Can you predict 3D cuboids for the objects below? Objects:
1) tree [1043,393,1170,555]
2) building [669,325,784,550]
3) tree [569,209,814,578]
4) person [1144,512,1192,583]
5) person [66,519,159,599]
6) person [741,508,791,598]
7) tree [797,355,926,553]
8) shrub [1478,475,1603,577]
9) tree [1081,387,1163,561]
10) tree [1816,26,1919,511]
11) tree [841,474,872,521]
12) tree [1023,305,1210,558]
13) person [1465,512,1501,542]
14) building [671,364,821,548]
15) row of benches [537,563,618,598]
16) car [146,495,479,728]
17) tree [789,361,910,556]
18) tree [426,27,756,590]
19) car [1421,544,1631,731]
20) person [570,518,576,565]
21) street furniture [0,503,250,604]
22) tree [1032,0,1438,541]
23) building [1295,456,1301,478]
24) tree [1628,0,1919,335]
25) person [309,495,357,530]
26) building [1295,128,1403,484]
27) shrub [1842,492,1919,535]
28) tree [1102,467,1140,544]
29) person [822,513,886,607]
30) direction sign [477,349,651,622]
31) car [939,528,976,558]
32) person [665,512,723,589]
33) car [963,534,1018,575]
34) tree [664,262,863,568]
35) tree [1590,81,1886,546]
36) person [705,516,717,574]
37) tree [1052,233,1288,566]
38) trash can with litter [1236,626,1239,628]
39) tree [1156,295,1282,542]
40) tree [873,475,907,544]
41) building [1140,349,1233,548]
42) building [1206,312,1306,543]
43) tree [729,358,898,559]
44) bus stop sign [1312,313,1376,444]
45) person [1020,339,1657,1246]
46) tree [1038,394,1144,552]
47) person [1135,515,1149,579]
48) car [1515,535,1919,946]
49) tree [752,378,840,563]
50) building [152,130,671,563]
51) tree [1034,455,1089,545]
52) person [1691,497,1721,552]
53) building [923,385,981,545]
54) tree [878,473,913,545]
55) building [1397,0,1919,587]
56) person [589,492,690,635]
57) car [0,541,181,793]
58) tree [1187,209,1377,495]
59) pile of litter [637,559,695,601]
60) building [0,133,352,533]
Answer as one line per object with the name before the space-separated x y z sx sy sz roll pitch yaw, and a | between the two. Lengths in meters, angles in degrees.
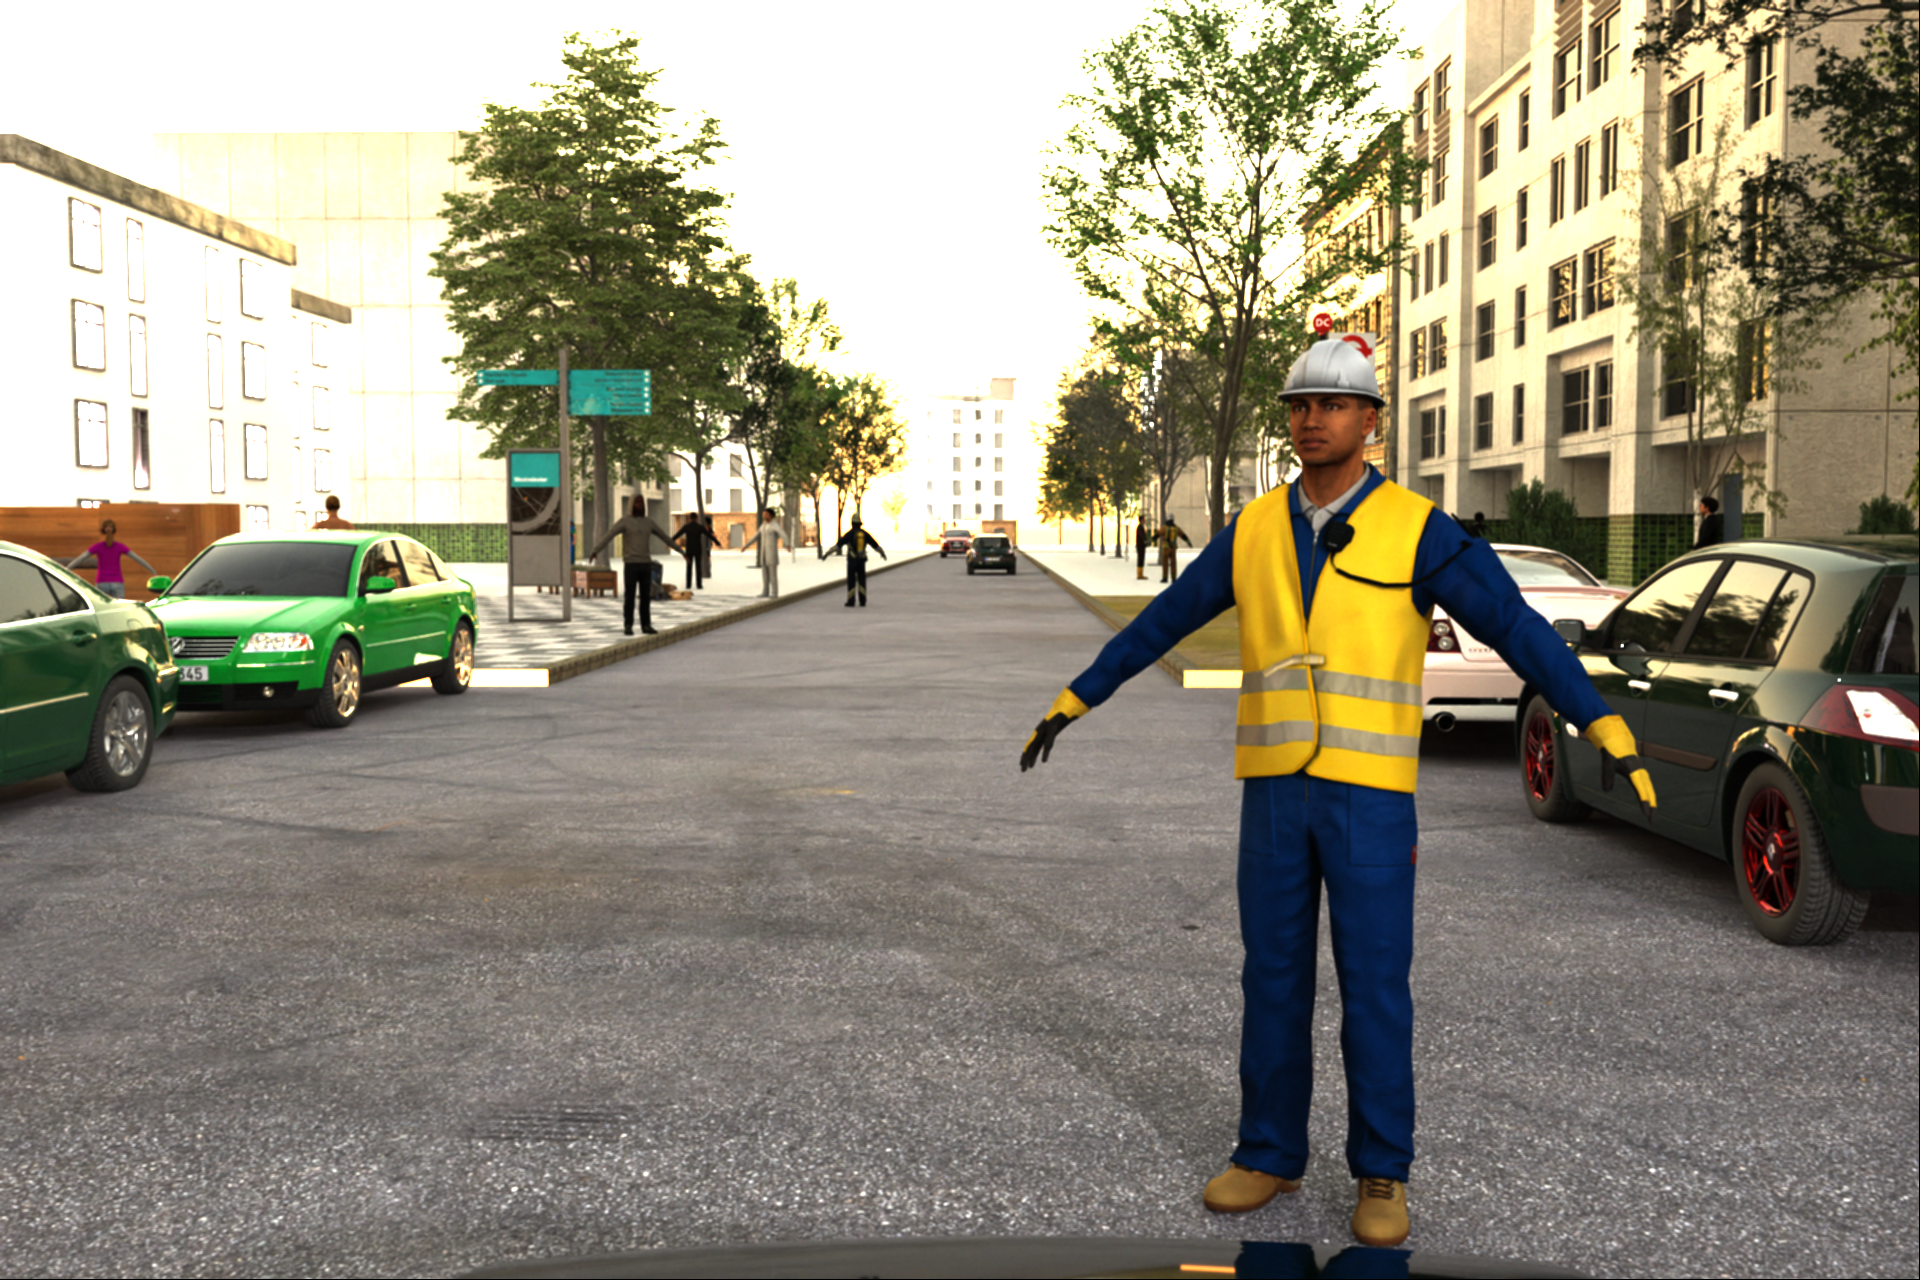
tree | 8.785 -10.437 105.053 8.767 10.594 7.601 1 4 17
building | -21.345 -17.641 144.848 16.016 20.090 11.380 0 4 2
tree | -7.734 -7.075 50.094 7.601 10.594 8.767 0 4 -1
person | 5.524 -2.446 45.756 1.354 1.858 0.705 -1 4 -14
person | -8.832 -0.533 17.984 0.991 1.433 0.599 -2 4 -30
person | -3.879 -1.765 35.045 1.347 1.806 0.705 3 4 38
tree | -6.943 -12.690 117.844 12.009 13.543 11.850 0 3 0
shrub | 7.285 -1.071 21.929 1.690 2.028 1.600 0 3 0
tree | 7.889 -8.005 81.242 4.360 8.622 3.978 0 3 0
tree | 13.524 -4.462 23.324 4.737 8.622 4.395 0 3 0
tree | -12.223 -15.731 207.558 4.360 8.622 3.978 0 3 0
tree | 8.559 -11.178 93.138 12.009 13.543 11.850 0 3 0
person | 10.863 -1.812 36.346 1.216 1.740 0.721 0 4 8
building | -24.050 -20.816 171.277 19.493 23.208 18.063 0 4 1
row of benches | -8.108 -1.283 36.438 1.422 0.672 4.104 -2 4 -27
car | -5.371 -0.331 14.201 1.959 1.807 4.718 0 4 2
tree | -7.009 -10.826 102.757 9.928 11.665 9.643 0 3 0
tree | -8.271 -7.399 39.107 7.486 12.596 7.792 0 3 0
car | 3.559 -0.029 12.837 2.083 1.381 4.827 0 4 0
person | -12.637 -3.051 56.009 0.704 1.817 1.347 -2 4 -32
street furniture | -12.776 -1.313 28.325 9.812 1.723 11.010 -1 4 -21
tree | 4.909 -6.486 31.806 9.928 11.665 9.643 0 3 0
building | 25.949 -9.562 98.493 9.099 9.664 28.070 0 4 1
tree | 9.922 -4.904 14.596 8.767 10.594 7.601 -1 4 -14
person | -7.365 -0.827 20.329 1.217 1.733 0.721 -2 4 -30
building | 25.714 -14.906 74.634 19.493 23.208 18.063 0 4 1
shrub | 17.440 -1.753 32.704 1.661 2.075 1.752 0 3 0
tree | 21.145 -18.062 213.447 7.486 12.596 7.792 0 3 0
person | -2.061 -1.596 34.330 1.354 1.856 0.705 -2 4 -25
direction sign | -5.722 -2.261 25.733 2.525 3.948 1.411 0 4 2
car | -0.141 -5.998 106.748 2.281 1.827 5.304 0 4 1
person | -6.230 -2.099 40.546 1.346 1.802 0.704 0 4 -4
car | 1.108 -3.202 62.147 2.009 1.686 4.222 0 4 0
tree | -7.541 -8.560 65.704 9.928 11.665 9.643 0 3 0
tree | 12.301 -4.814 29.069 4.360 8.622 3.978 0 3 0
person | -7.922 -2.919 53.869 0.704 1.843 1.345 -3 5 -45
tree | 8.332 -9.767 70.059 12.009 13.543 11.850 0 3 0
trash can with litter | 4.599 -0.712 22.695 1.678 1.210 2.233 0 4 0
tree | 7.708 -6.343 54.071 4.360 8.622 3.978 0 3 0
tree | -8.144 -16.088 213.402 4.360 8.622 3.978 0 3 0
building | 27.720 -18.796 173.764 16.747 18.905 31.486 0 4 2
building | 26.355 -17.850 148.275 16.016 20.090 11.380 0 4 1
tree | -7.280 -9.450 88.926 8.767 10.594 7.601 -2 4 -24
bus stop sign | 4.587 -1.974 20.975 0.855 3.939 0.416 0 4 1
person | 0.758 0.294 3.625 1.349 1.833 0.705 2 4 32
tree | 9.284 -12.451 121.706 7.486 12.596 7.792 0 3 0
person | 5.171 -2.630 49.132 0.704 1.812 1.346 0 4 -1
car | 3.705 0.146 7.402 2.009 1.686 4.222 0 4 1
tree | -7.335 -7.687 76.038 4.737 8.622 4.395 0 3 0
building | -26.747 -13.799 92.071 16.747 18.905 31.486 0 4 1
tree | 12.611 -17.887 210.576 7.486 12.596 7.792 0 3 0
person | 10.668 -1.137 24.784 0.705 1.806 1.347 2 4 34
building | -4.181 -21.672 213.221 11.380 20.090 16.016 0 4 7
tree | -7.687 -15.727 207.501 4.737 8.622 4.395 0 3 0
building | 24.748 -11.201 49.589 16.747 18.905 31.486 0 4 1
person | -4.118 -0.981 22.165 1.348 1.813 0.705 -2 4 -31
car | -5.587 0.212 8.335 2.131 1.459 4.920 0 4 1
tree | 7.400 -5.486 40.055 4.737 8.622 4.395 0 3 0
pile of litter | -5.806 -1.227 34.033 1.176 0.858 1.719 0 4 0
building | -23.805 -6.632 50.573 9.099 9.664 28.070 0 4 2
